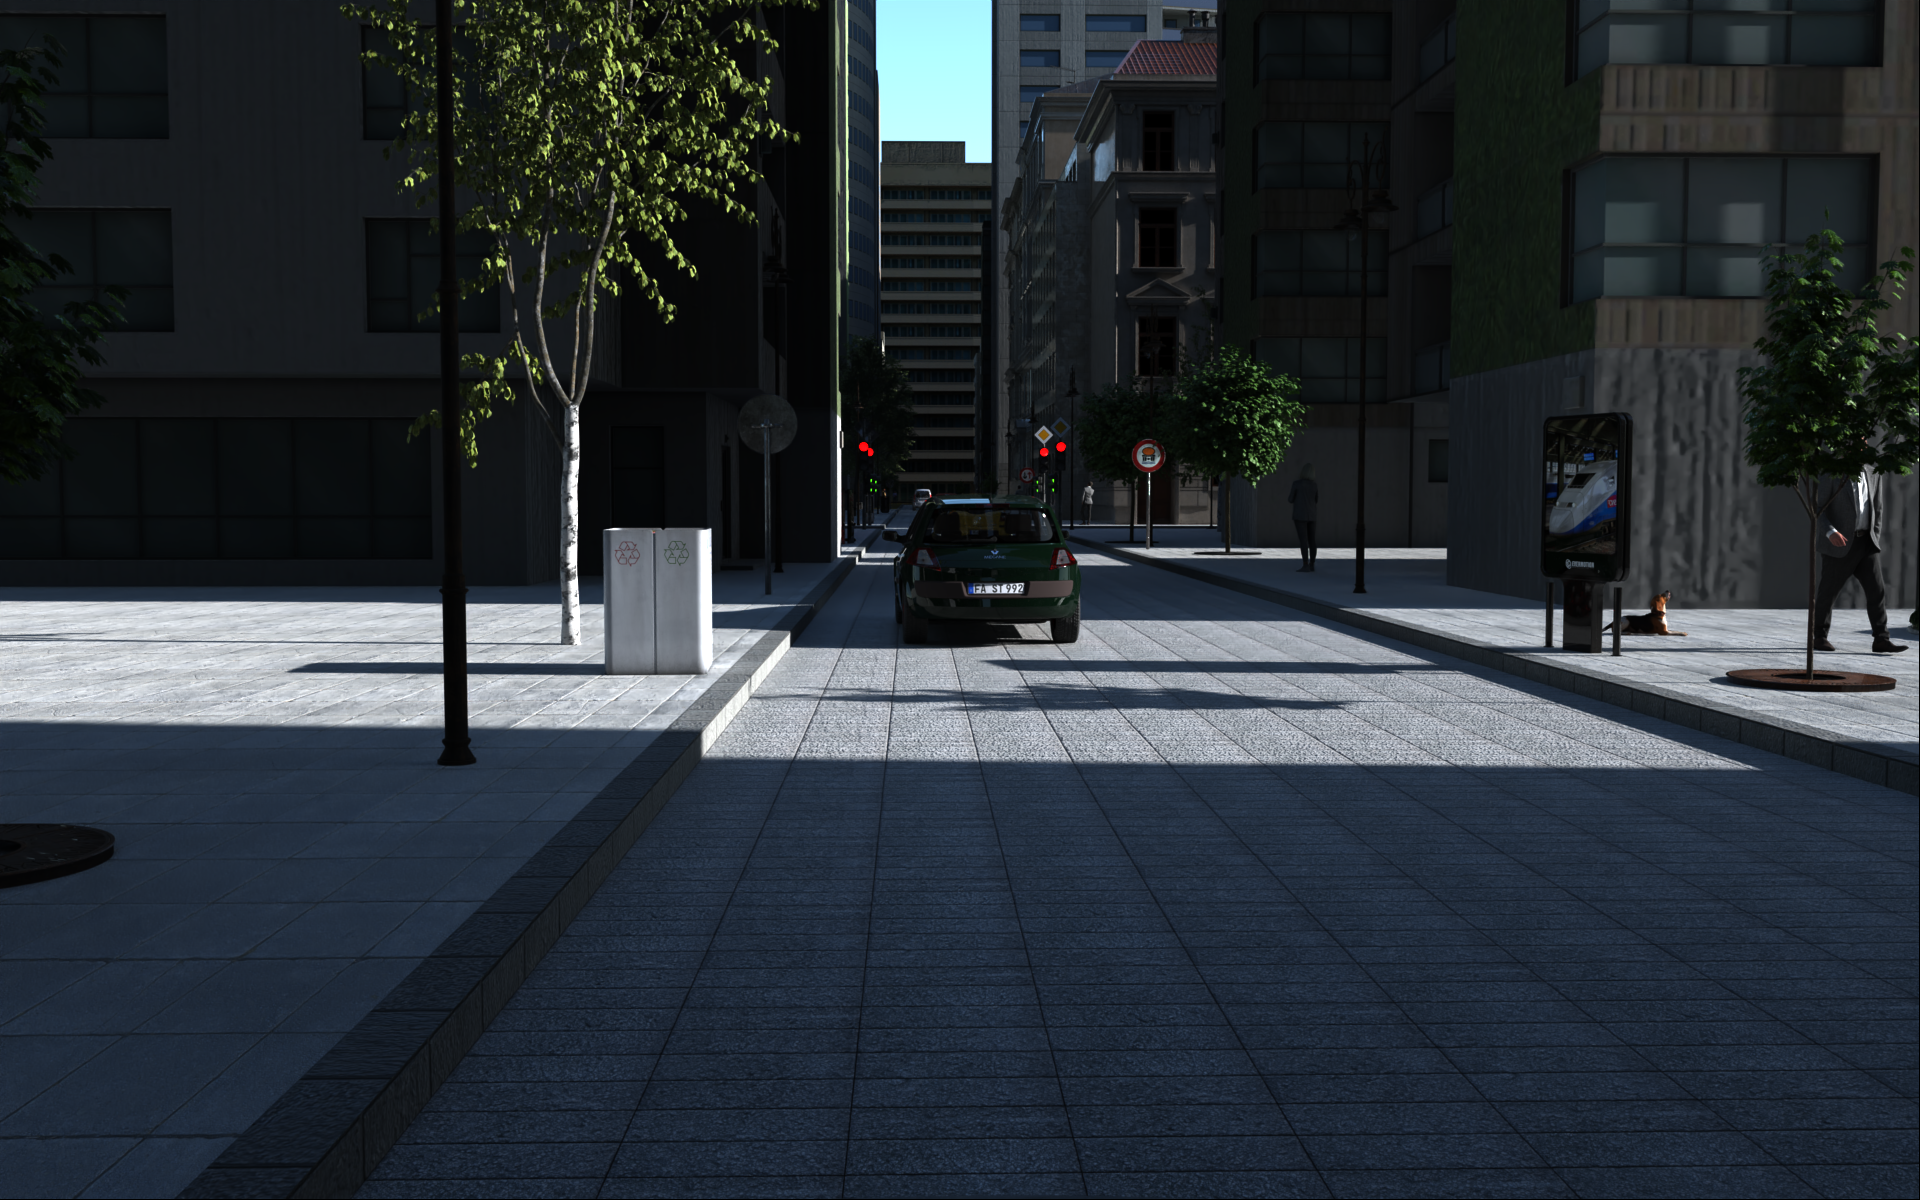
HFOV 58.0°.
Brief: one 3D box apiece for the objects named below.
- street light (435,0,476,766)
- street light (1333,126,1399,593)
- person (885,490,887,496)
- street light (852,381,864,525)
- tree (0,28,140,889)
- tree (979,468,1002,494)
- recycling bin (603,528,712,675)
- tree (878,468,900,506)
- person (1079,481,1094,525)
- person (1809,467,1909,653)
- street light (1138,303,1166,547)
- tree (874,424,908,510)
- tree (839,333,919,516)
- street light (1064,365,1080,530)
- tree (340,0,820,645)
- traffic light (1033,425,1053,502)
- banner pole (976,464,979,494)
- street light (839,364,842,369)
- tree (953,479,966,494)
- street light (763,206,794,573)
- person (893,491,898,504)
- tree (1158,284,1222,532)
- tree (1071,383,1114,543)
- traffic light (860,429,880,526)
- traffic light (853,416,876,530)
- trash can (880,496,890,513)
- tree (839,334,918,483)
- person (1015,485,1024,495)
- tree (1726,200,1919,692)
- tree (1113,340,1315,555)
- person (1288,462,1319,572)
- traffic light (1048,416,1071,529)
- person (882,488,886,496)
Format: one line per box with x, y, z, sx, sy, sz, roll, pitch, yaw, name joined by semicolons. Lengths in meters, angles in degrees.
-2.400;-2.159;8.082;0.468;5.910;1.993;0;4;-2;street light
5.186;-3.028;22.294;0.468;5.910;1.993;0;4;-2;street light
-6.827;-9.130;155.993;0.621;1.740;0.551;3;5;41;person
-4.164;-5.991;70.742;0.468;5.910;1.993;0;4;-2;street light
-3.464;-0.698;6.011;1.663;3.219;1.824;0;3;0;tree
2.321;-8.251;129.501;1.663;3.219;1.824;0;3;0;tree
-2.188;-0.003;12.600;0.722;1.027;0.722;0;4;-5;recycling bin
-8.281;-12.676;190.958;4.285;4.588;4.351;0;3;0;tree
5.243;-4.005;71.708;0.592;1.802;0.473;-1;4;-10;person
7.240;-0.461;13.975;0.661;1.777;0.834;-1;4;-17;person
4.653;-4.242;42.142;0.468;5.910;1.993;0;4;-2;street light
-6.104;-11.293;135.001;4.360;8.622;3.978;0;3;0;tree
-5.804;-10.120;99.871;7.601;10.594;8.767;0;4;4;tree
4.024;-5.466;62.151;0.468;5.910;1.993;0;4;-2;street light
-3.307;-3.939;14.768;4.737;8.622;4.395;0;3;0;tree
3.395;-5.003;70.721;0.839;4.253;0.868;0;4;-2;traffic light
1.442;-9.366;143.148;0.401;3.779;0.863;-1;4;-12;banner pole
-3.514;-4.601;48.006;0.468;5.910;1.993;0;4;-2;street light
0.152;-13.696;218.536;1.663;3.219;1.824;0;3;0;tree
-2.967;-3.387;28.159;0.468;5.910;1.993;0;4;-2;street light
-8.480;-13.314;226.057;0.709;1.838;0.599;-1;4;-13;person
8.792;-6.629;58.752;4.737;8.622;4.395;0;3;0;tree
4.465;-3.775;45.430;4.285;4.588;4.351;0;3;0;tree
-3.663;-4.990;70.512;0.839;4.253;0.868;0;4;-2;traffic light
-3.444;-4.502;62.530;0.839;4.253;0.868;0;4;-2;traffic light
-5.099;-6.489;117.745;0.748;1.137;0.748;0;3;0;trash can
-6.580;-12.561;123.496;7.486;12.596;7.792;0;3;0;tree
3.520;-5.893;102.660;0.678;1.792;0.850;-1;4;-18;person
5.637;-1.035;11.528;1.663;3.219;1.824;0;3;0;tree
5.807;-3.250;36.849;4.285;4.588;4.351;0;3;0;tree
5.654;-1.369;28.615;0.537;1.800;0.526;-1;4;-10;person
3.614;-4.515;62.739;0.839;4.253;0.868;0;4;-2;traffic light
-6.563;-8.760;149.364;0.705;1.812;1.348;-1;4;-11;person
